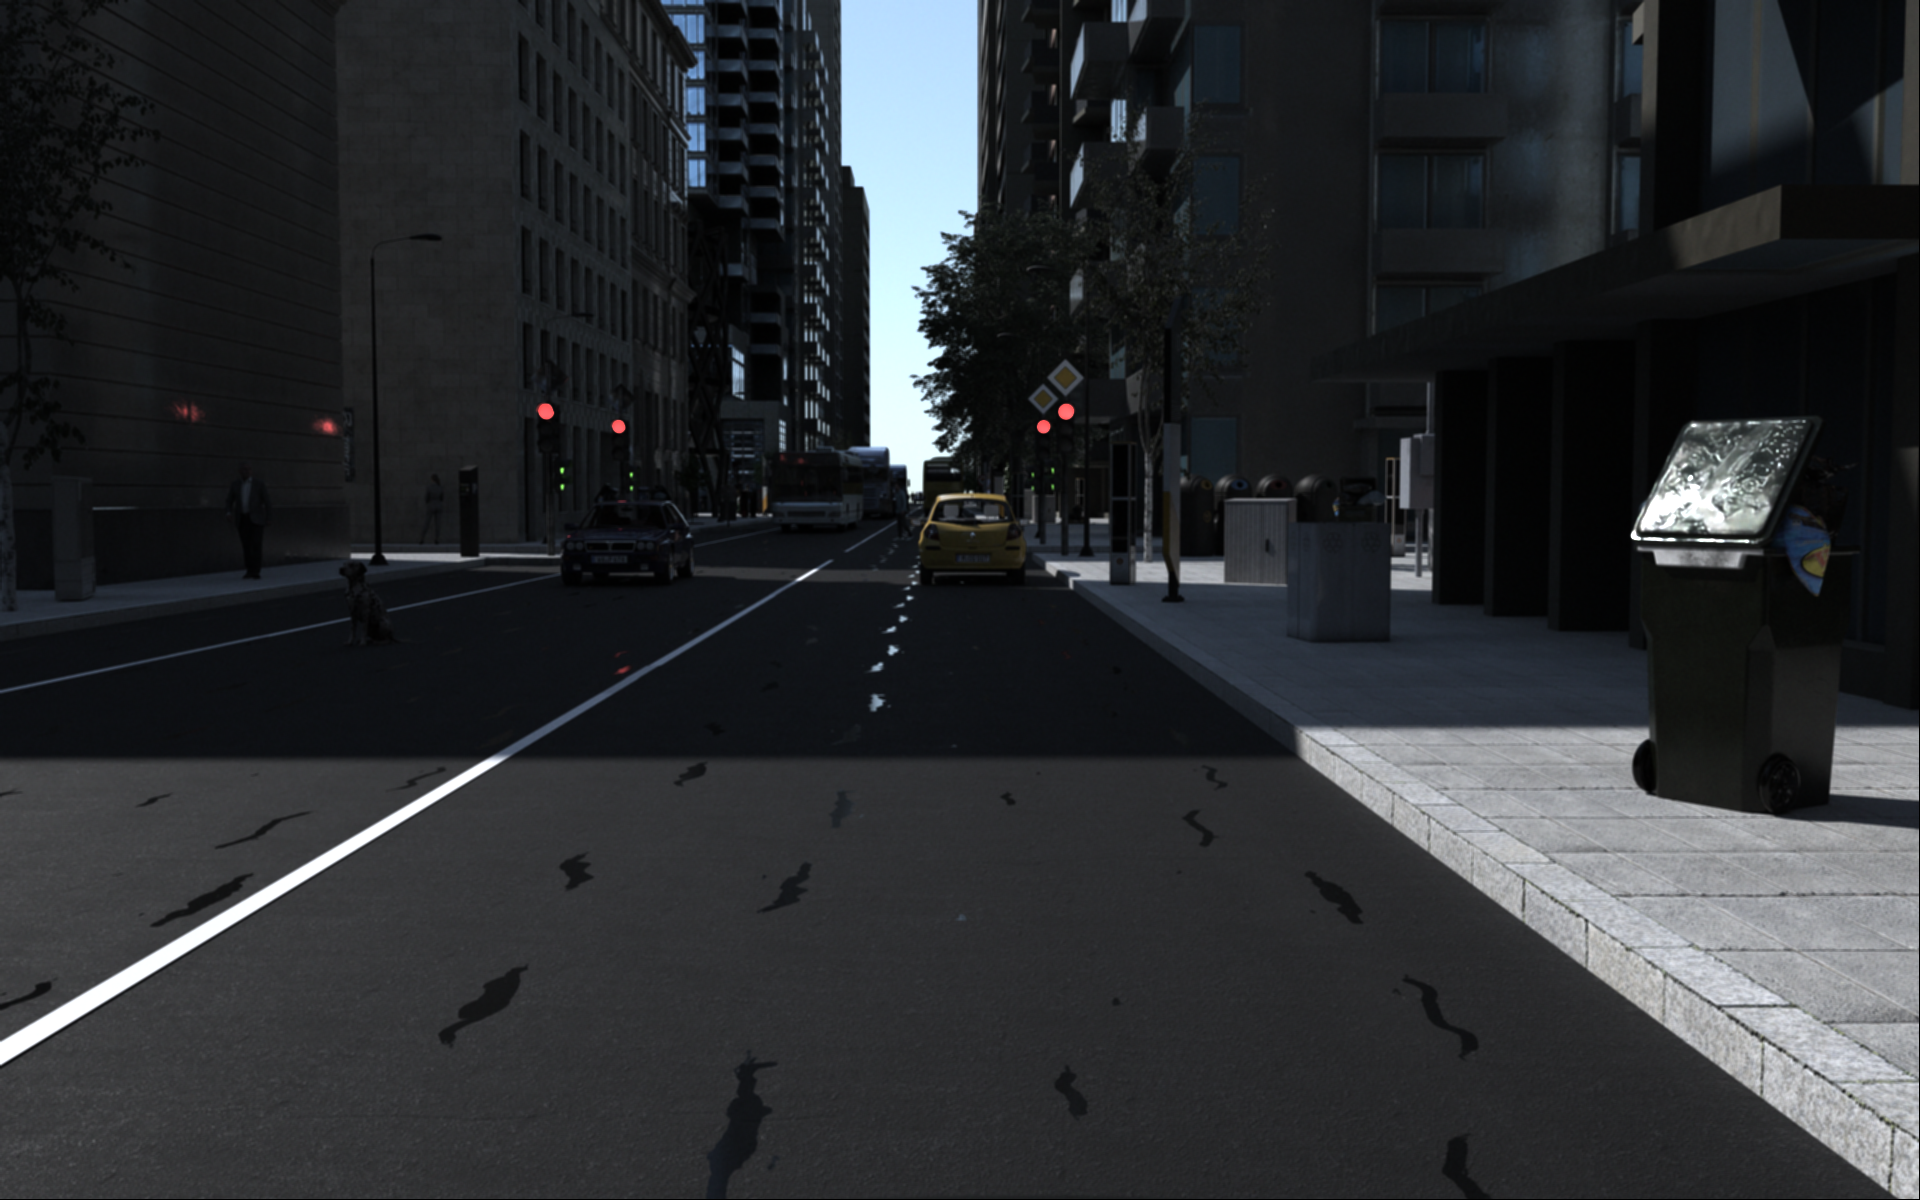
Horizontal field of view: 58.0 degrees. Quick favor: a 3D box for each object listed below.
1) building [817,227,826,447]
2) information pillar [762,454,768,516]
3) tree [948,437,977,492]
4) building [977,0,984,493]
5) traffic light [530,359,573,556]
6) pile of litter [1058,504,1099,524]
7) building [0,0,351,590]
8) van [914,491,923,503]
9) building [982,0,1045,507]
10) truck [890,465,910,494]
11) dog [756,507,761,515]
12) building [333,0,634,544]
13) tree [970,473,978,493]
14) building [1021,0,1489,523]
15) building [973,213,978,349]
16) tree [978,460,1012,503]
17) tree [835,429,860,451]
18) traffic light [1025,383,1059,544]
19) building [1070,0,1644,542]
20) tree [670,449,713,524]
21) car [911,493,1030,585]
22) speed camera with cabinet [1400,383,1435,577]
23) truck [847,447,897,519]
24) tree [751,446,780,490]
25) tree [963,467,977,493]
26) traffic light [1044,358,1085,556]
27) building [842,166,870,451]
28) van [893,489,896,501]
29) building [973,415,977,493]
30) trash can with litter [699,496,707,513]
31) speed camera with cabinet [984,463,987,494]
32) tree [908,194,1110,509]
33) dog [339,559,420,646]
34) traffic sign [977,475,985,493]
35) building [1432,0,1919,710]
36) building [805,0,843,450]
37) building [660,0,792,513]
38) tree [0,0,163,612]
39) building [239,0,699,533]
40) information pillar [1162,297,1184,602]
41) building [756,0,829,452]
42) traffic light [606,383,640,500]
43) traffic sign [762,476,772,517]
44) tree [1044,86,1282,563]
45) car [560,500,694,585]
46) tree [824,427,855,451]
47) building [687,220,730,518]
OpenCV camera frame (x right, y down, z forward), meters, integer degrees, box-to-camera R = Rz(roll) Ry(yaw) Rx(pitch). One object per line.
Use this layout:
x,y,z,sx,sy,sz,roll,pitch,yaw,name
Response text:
-29.686,-31.995,214.999,32.217,40.220,23.993,0,4,-1,building
-11.437,-6.749,101.702,0.183,3.616,0.504,-3,5,-40,information pillar
0.600,-16.435,219.082,4.360,8.622,3.978,0,3,0,tree
12.308,-38.986,179.412,21.231,58.520,28.212,0,4,-1,building
-8.492,-2.876,35.937,0.839,4.253,0.868,0,4,-1,traffic light
5.101,-3.722,74.816,1.719,0.858,1.176,1,4,23,pile of litter
-24.193,-14.107,27.911,25.104,27.353,12.463,0,4,-1,building
-6.211,-15.863,266.369,2.013,2.044,4.112,0,4,1,van
12.827,-32.455,154.346,21.300,48.544,21.600,0,4,-1,building
-6.153,-10.675,164.296,2.967,4.110,18.799,0,4,-1,truck
-12.391,-5.424,105.518,0.406,0.507,0.540,1,4,15,dog
-16.683,-12.092,52.463,10.420,20.320,16.860,0,4,-1,building
1.675,-8.391,131.792,1.663,3.219,1.824,0,3,0,tree
14.846,-27.213,99.564,22.147,44.769,28.867,0,4,-1,building
13.058,-37.243,263.545,22.147,44.769,28.867,0,4,-1,building
2.491,-6.872,106.963,1.663,3.219,1.824,0,3,0,tree
-12.990,-15.011,195.793,4.737,8.622,4.395,0,3,0,tree
2.090,-3.371,44.041,0.839,4.253,0.868,0,4,-1,traffic light
18.815,-26.643,55.219,30.456,49.044,23.786,0,4,-1,building
-11.282,-4.843,73.788,1.663,3.219,1.824,0,3,0,tree
0.182,-1.139,28.849,2.015,1.641,3.980,0,4,-1,car
7.917,-1.992,26.901,2.038,3.252,0.660,0,4,-2,speed camera with cabinet
-5.175,-7.010,104.373,2.967,4.110,18.799,0,4,0,truck
-12.513,-8.186,117.559,4.285,4.588,4.351,0,3,0,tree
1.401,-13.412,203.007,4.285,4.588,4.351,0,3,0,tree
2.168,-2.883,36.056,0.839,4.253,0.868,0,4,-1,traffic light
-24.522,-38.816,258.347,21.300,48.544,21.600,0,4,-1,building
-6.290,-8.817,151.163,2.013,2.044,4.112,0,3,0,van
15.833,-23.878,235.451,27.650,21.520,28.899,0,4,-1,building
-17.740,-6.588,119.099,0.624,1.170,1.055,-1,4,-23,trash can with litter
1.875,-7.070,109.931,0.660,3.252,2.038,0,4,-2,speed camera with cabinet
2.585,-10.269,74.549,9.857,13.997,8.962,0,3,0,tree
-5.521,0.019,16.530,0.800,0.831,0.513,-2,4,-26,dog
1.517,-6.965,113.979,0.768,2.556,0.104,0,4,5,traffic sign
15.291,-21.526,6.575,22.147,44.769,28.867,0,4,-1,building
-24.395,-48.820,236.458,20.563,71.187,20.611,0,4,-1,building
-23.858,-50.159,132.767,22.319,86.520,31.000,0,4,-1,building
-10.477,-4.165,18.467,4.360,8.622,3.978,0,3,0,tree
-18.916,-16.875,73.171,12.463,27.353,25.104,0,4,-1,building
2.514,-1.782,20.491,0.183,3.616,0.504,1,4,22,information pillar
-24.146,-33.342,164.742,23.786,49.044,30.456,0,4,-1,building
-8.570,-3.364,43.921,0.839,4.253,0.868,0,4,-1,traffic light
-10.773,-5.795,96.873,0.606,2.300,0.079,0,4,2,traffic sign
3.767,-5.005,32.194,4.360,8.622,3.978,0,3,0,tree
-5.443,-0.979,28.579,1.945,1.354,3.894,0,4,-1,car
-12.899,-14.449,186.608,4.360,8.622,3.978,0,3,0,tree
-21.293,-13.905,94.805,16.820,18.784,16.811,0,4,-1,building
